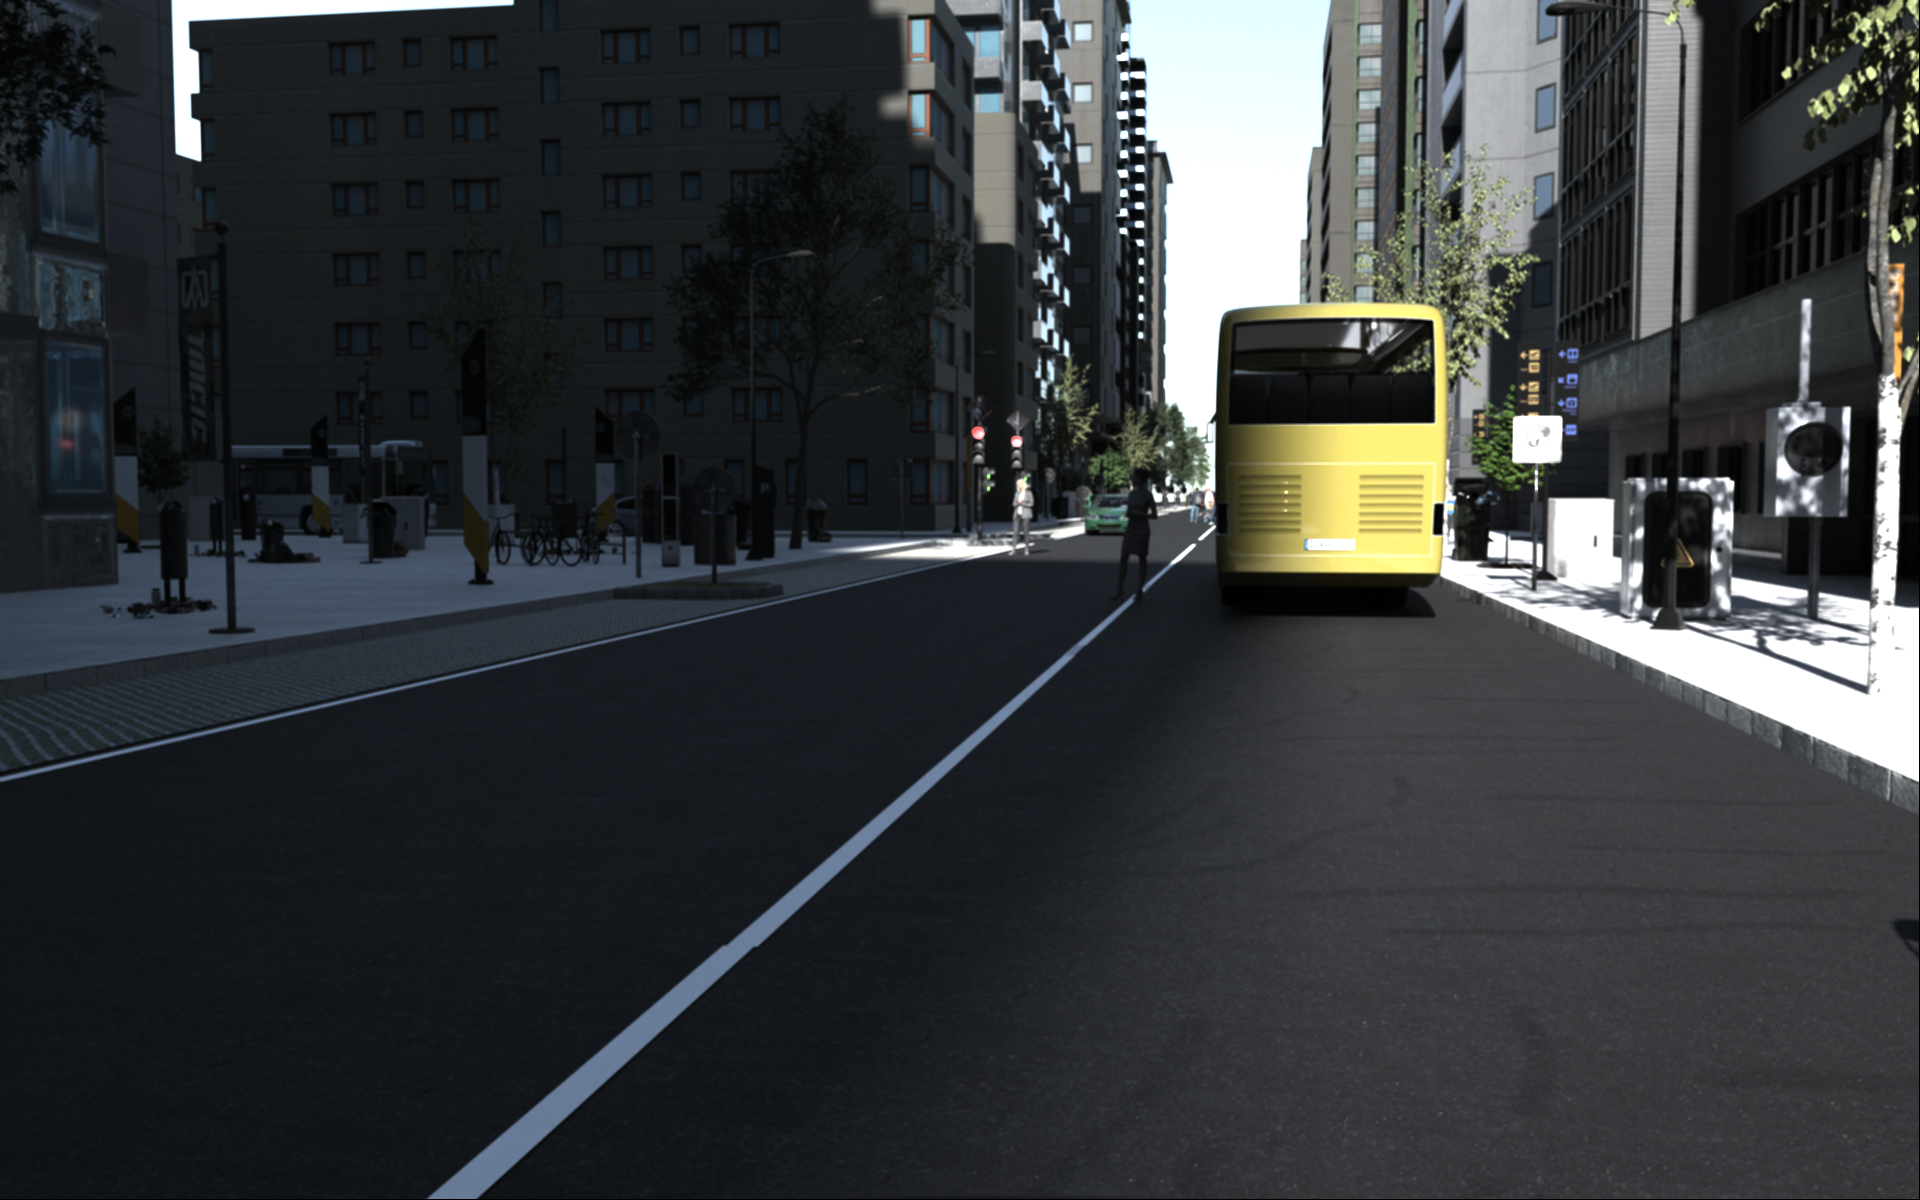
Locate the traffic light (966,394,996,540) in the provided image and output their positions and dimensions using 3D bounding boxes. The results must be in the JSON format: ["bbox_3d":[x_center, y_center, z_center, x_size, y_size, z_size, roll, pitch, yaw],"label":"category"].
[{"bbox_3d":[0.575,-3.642,48.475,0.839,4.253,0.868,1,4,10],"label":"traffic light"}]

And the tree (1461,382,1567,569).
[{"bbox_3d":[9.674,-2.173,30.125,1.663,3.219,1.824,0,3,0],"label":"tree"}]

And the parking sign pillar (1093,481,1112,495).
[{"bbox_3d":[10.430,-8.455,126.710,1.447,3.967,1.447,1,4,20],"label":"parking sign pillar"}]

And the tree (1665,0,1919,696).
[{"bbox_3d":[6.066,-3.687,10.648,4.737,8.622,4.395,0,3,0],"label":"tree"}]

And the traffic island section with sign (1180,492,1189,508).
[{"bbox_3d":[22.898,-10.573,181.493,1.989,1.847,2.006,1,4,10],"label":"traffic island section with sign"}]

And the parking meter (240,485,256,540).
[{"bbox_3d":[-19.830,-2.436,48.242,0.372,1.533,0.369,0,3,0],"label":"parking meter"}]

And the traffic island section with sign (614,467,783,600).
[{"bbox_3d":[-3.566,-0.956,24.258,1.989,1.847,2.006,1,4,10],"label":"traffic island section with sign"}]

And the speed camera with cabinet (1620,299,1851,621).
[{"bbox_3d":[7.885,-1.426,17.657,2.038,3.252,0.660,1,4,12],"label":"speed camera with cabinet"}]

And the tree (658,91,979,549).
[{"bbox_3d":[-3.557,-6.468,40.159,7.601,10.594,8.767,2,4,23],"label":"tree"}]

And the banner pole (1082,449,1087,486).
[{"bbox_3d":[6.939,-6.525,96.698,0.401,3.779,0.863,-1,4,-17],"label":"banner pole"}]

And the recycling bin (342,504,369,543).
[{"bbox_3d":[-15.679,-2.009,45.407,0.722,1.027,0.722,2,4,34],"label":"recycling bin"}]

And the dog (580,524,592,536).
[{"bbox_3d":[-11.695,-2.163,54.649,0.406,0.507,0.540,1,4,9],"label":"dog"}]

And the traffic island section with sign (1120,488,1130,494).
[{"bbox_3d":[10.086,-5.915,105.334,1.989,1.847,2.006,1,4,10],"label":"traffic island section with sign"}]

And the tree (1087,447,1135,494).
[{"bbox_3d":[10.432,-8.314,119.644,4.285,4.588,4.351,0,3,0],"label":"tree"}]

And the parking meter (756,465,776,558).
[{"bbox_3d":[-3.895,-1.779,34.798,0.399,1.863,0.255,0,4,-1],"label":"parking meter"}]

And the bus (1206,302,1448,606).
[{"bbox_3d":[4.988,-2.054,25.134,2.896,3.916,12.252,1,4,8],"label":"bus"}]

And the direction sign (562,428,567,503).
[{"bbox_3d":[-13.710,-4.162,60.048,0.379,3.537,0.876,0,4,-5],"label":"direction sign"}]

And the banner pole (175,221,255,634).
[{"bbox_3d":[-6.967,-1.595,16.090,0.863,3.779,0.401,2,4,29],"label":"banner pole"}]

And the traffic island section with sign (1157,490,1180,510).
[{"bbox_3d":[18.421,-8.947,154.910,1.989,1.847,2.006,1,4,10],"label":"traffic island section with sign"}]

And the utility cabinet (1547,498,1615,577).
[{"bbox_3d":[9.602,-0.959,26.847,1.020,1.237,0.306,-1,4,-12],"label":"utility cabinet"}]

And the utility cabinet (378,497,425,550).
[{"bbox_3d":[-12.844,-1.754,39.840,1.020,1.237,0.306,1,4,12],"label":"utility cabinet"}]

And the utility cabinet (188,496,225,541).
[{"bbox_3d":[-20.389,-2.197,47.079,1.020,1.237,0.306,0,4,-4],"label":"utility cabinet"}]

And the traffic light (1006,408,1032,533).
[{"bbox_3d":[1.900,-4.124,56.350,0.839,4.253,0.868,1,4,10],"label":"traffic light"}]

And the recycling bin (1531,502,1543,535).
[{"bbox_3d":[18.366,-2.563,54.453,0.722,1.027,0.722,2,4,25],"label":"recycling bin"}]

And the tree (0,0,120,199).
[{"bbox_3d":[-7.798,-4.560,8.963,7.601,10.594,8.767,0,4,5],"label":"tree"}]

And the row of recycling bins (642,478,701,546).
[{"bbox_3d":[-7.436,-2.302,44.757,1.069,1.692,3.534,-1,4,-23],"label":"row of recycling bins"}]

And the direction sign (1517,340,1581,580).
[{"bbox_3d":[8.733,-2.066,25.780,0.876,3.537,0.379,1,4,22],"label":"direction sign"}]

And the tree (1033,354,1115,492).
[{"bbox_3d":[5.266,-8.625,91.377,4.737,8.622,4.395,0,3,0],"label":"tree"}]

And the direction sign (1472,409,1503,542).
[{"bbox_3d":[14.143,-3.324,46.339,0.876,3.537,0.379,2,4,25],"label":"direction sign"}]

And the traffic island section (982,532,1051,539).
[{"bbox_3d":[1.862,-2.092,56.491,2.009,0.180,2.903,1,4,10],"label":"traffic island section"}]

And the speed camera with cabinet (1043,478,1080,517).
[{"bbox_3d":[5.627,-6.201,95.729,2.038,3.252,0.660,0,4,6],"label":"speed camera with cabinet"}]

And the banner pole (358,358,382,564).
[{"bbox_3d":[-11.054,-2.580,32.199,0.401,3.779,0.863,-2,4,-34],"label":"banner pole"}]

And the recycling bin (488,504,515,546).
[{"bbox_3d":[-11.573,-1.867,43.079,0.722,1.027,0.722,2,4,24],"label":"recycling bin"}]

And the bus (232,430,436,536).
[{"bbox_3d":[-22.969,-3.772,56.538,13.247,3.499,2.948,1,4,11],"label":"bus"}]

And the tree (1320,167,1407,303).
[{"bbox_3d":[10.057,-5.269,36.515,4.737,8.622,4.395,0,3,0],"label":"tree"}]

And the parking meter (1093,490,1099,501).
[{"bbox_3d":[8.938,-6.457,113.981,0.372,1.533,0.369,0,3,0],"label":"parking meter"}]

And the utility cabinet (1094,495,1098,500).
[{"bbox_3d":[8.663,-5.969,108.749,0.306,1.237,1.020,1,4,17],"label":"utility cabinet"}]

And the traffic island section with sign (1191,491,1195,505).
[{"bbox_3d":[32.133,-13.933,236.428,1.989,1.847,2.006,1,4,10],"label":"traffic island section with sign"}]

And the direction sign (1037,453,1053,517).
[{"bbox_3d":[4.685,-6.303,95.053,0.876,3.537,0.379,0,4,-5],"label":"direction sign"}]

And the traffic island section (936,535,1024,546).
[{"bbox_3d":[0.537,-1.611,48.616,2.009,0.180,2.903,1,4,10],"label":"traffic island section"}]

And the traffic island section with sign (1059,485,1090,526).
[{"bbox_3d":[5.586,-4.280,78.605,1.989,1.847,2.006,1,4,10],"label":"traffic island section with sign"}]
